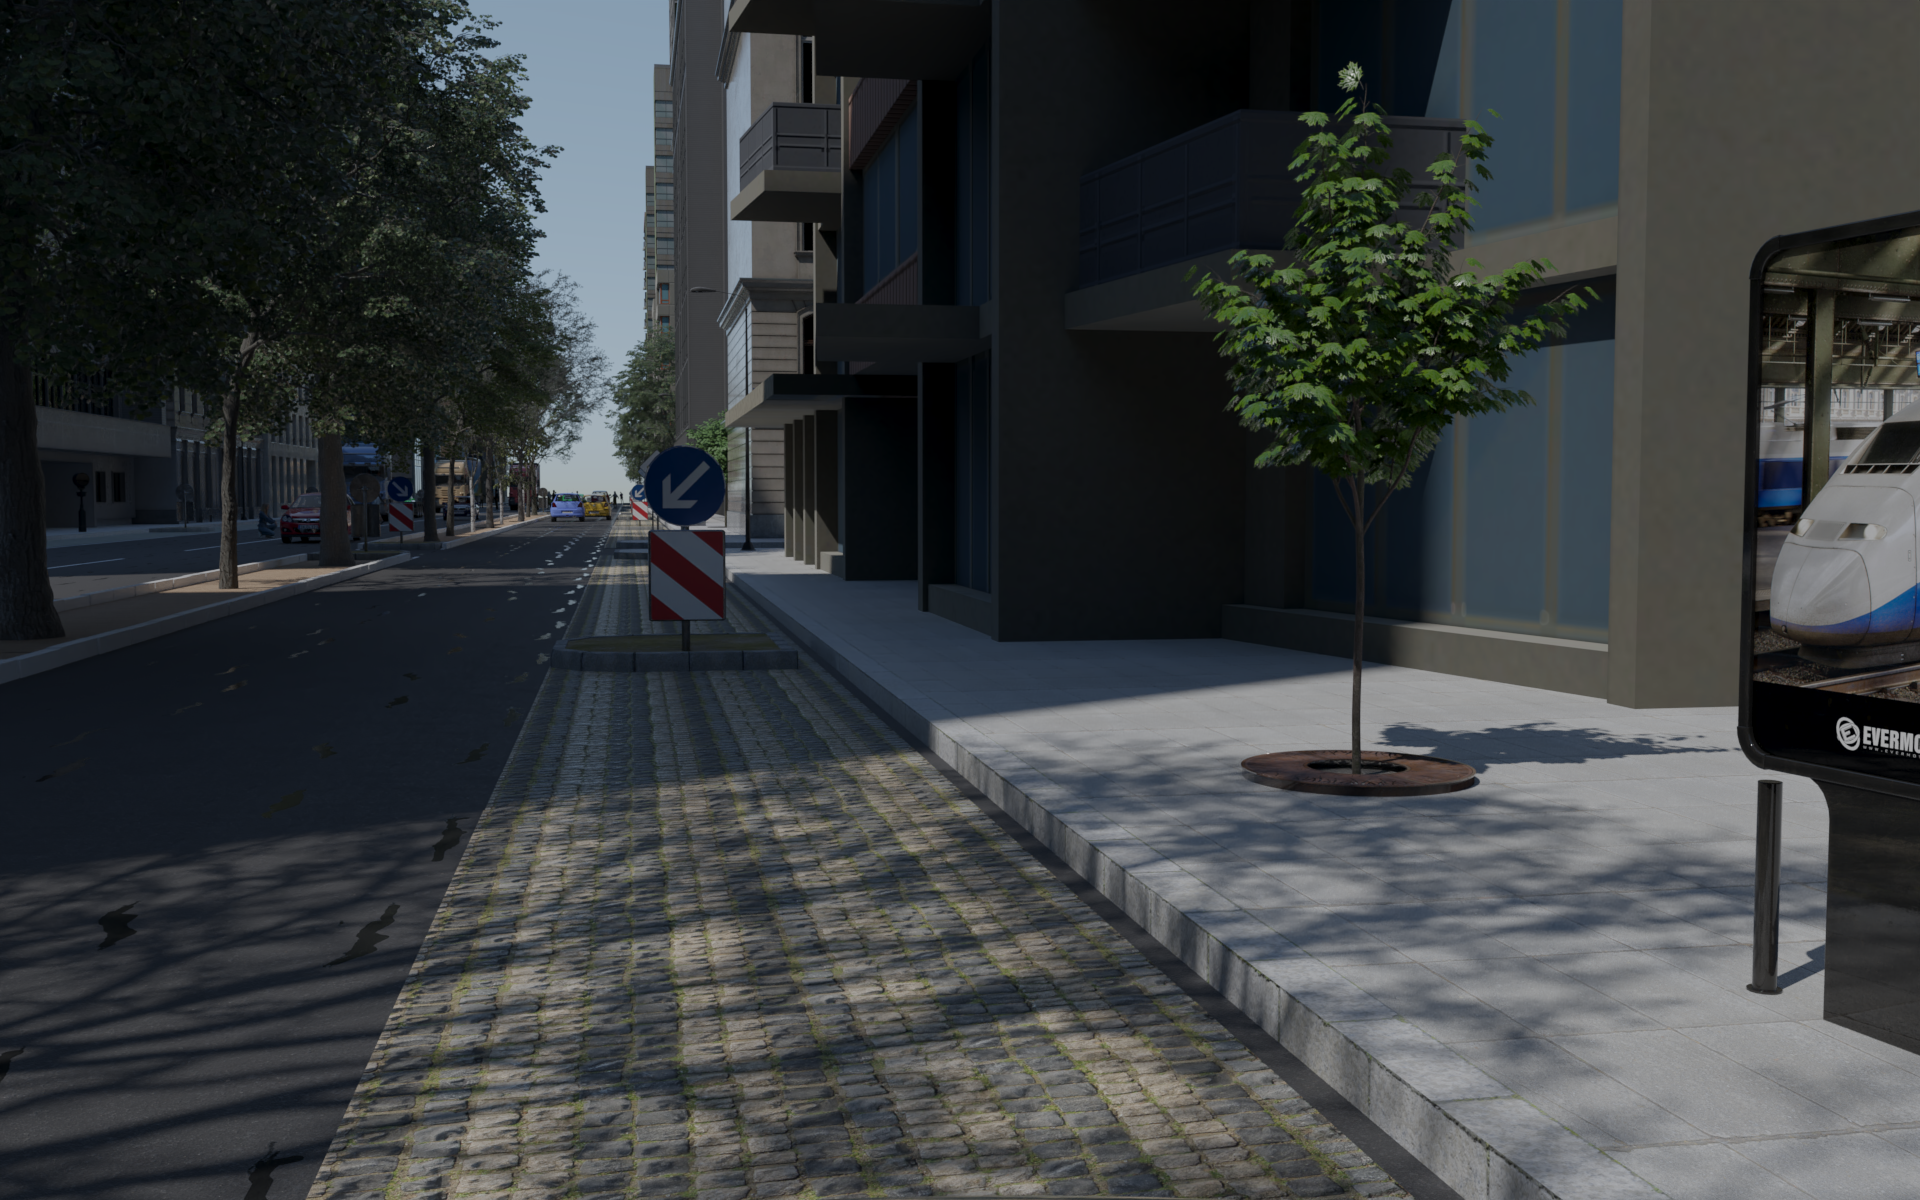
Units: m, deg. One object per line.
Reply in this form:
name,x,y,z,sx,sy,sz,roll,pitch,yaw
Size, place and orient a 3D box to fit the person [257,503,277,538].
person,-22.591,-2.611,56.688,0.738,1.151,1.012,0,4,-7

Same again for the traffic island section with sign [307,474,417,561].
traffic island section with sign,-13.198,-1.836,38.163,2.006,1.907,1.989,-1,4,-11

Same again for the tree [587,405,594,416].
tree,-26.384,-10.302,105.310,8.767,10.594,7.601,-1,4,-11

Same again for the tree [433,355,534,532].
tree,-18.073,-6.802,64.025,4.360,8.622,3.978,0,3,0

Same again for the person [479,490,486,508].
person,-49.532,-10.436,179.227,1.348,1.812,0.705,1,4,9

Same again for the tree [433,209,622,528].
tree,-19.673,-9.735,71.990,12.009,13.543,11.850,0,3,0

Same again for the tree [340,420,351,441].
tree,-41.857,-9.996,113.789,4.737,8.622,4.395,0,3,0

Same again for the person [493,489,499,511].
person,-39.536,-8.531,147.620,0.705,1.869,1.348,-2,4,-28

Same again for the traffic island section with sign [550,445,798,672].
traffic island section with sign,-2.476,-0.378,14.814,1.989,1.847,2.006,-1,4,-11

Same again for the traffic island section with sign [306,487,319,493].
traffic island section with sign,-34.386,-5.094,91.909,1.989,1.847,2.006,-1,4,-11

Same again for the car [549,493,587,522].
car,-20.349,-4.912,89.900,1.945,1.707,3.694,-1,4,-12

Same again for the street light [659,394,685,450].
street light,-13.198,-6.588,80.263,1.470,5.913,1.316,-1,4,-11

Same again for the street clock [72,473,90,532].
street clock,-29.592,-3.289,58.350,0.358,2.002,0.471,3,4,37

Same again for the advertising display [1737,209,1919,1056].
advertising display,2.207,0.074,4.010,0.123,1.923,0.974,-1,4,-17

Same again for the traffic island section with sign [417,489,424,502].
traffic island section with sign,-43.756,-8.085,140.815,1.989,1.847,2.006,-1,4,-11

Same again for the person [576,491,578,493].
person,-35.600,-9.281,160.958,1.217,1.735,0.721,0,4,8

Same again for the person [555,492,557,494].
person,-57.651,-14.526,246.514,0.721,1.766,1.217,-1,4,-8

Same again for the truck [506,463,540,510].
truck,-39.363,-10.256,156.604,2.839,4.237,11.283,-1,4,-12

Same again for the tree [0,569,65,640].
tree,-9.232,-6.576,16.626,9.857,13.997,8.962,0,3,0

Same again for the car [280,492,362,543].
car,-19.227,-2.639,52.184,2.155,1.783,4.494,-1,4,-10

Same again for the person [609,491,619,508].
person,-34.713,-10.072,173.909,0.721,1.736,1.217,3,4,39

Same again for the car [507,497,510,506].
car,-53.397,-12.209,208.653,2.155,1.783,4.494,-1,4,-11

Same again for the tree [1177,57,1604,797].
tree,1.723,-0.811,7.863,1.663,3.219,1.824,0,3,0

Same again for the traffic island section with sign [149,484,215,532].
traffic island section with sign,-29.284,-3.465,65.286,1.989,1.847,2.006,-1,4,-11

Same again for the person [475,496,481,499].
person,-46.570,-9.665,166.604,1.350,1.814,0.705,3,5,39

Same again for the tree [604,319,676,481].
tree,-21.550,-13.535,127.954,9.857,13.997,8.962,0,3,0

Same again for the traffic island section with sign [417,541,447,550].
traffic island section with sign,-14.583,-2.282,45.440,2.006,1.907,1.989,-1,4,-11

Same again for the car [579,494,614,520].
car,-20.261,-5.257,96.179,2.015,1.641,3.980,-1,4,-10

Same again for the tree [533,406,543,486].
tree,-21.297,-7.794,80.248,4.360,8.622,3.978,0,3,0

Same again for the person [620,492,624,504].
person,-47.881,-14.436,244.979,0.683,1.767,0.568,1,4,12

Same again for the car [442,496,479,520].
car,-27.530,-5.077,95.584,1.945,1.354,3.894,-1,4,-12

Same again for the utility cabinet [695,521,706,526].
utility cabinet,-10.693,-3.578,69.658,0.306,1.237,1.020,3,5,42

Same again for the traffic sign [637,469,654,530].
traffic sign,-8.324,-2.646,46.902,0.795,2.450,0.064,-1,4,-11

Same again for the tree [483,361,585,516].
tree,-28.274,-11.384,114.333,9.928,11.665,9.643,0,3,0

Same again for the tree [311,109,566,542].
tree,-15.465,-7.943,50.456,7.486,12.596,7.792,0,3,0

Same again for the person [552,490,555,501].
person,-37.050,-9.150,158.126,0.705,1.821,1.348,0,3,0

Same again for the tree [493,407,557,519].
tree,-24.662,-8.849,97.507,4.737,8.622,4.395,0,3,0

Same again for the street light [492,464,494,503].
street light,-64.388,-16.410,240.845,1.470,5.913,1.316,-1,4,-11

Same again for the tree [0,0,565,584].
tree,-12.384,-7.636,33.968,9.857,13.997,8.962,0,3,0

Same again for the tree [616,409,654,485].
tree,-35.510,-17.520,203.464,9.611,12.733,9.660,0,3,0

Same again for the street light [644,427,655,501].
street light,-21.171,-9.075,120.923,1.470,5.913,1.316,-1,4,-11

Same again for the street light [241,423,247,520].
street light,-34.338,-6.833,84.266,1.470,5.913,1.316,-1,4,-11

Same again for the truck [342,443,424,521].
truck,-32.257,-6.544,96.759,2.967,4.110,18.799,-1,4,-11

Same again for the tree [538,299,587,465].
tree,-17.215,-7.406,57.950,8.767,10.594,7.601,-1,4,-11

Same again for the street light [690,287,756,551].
street light,-5.353,-4.072,39.122,1.470,5.913,1.316,-1,4,-11

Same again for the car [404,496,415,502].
car,-40.867,-7.212,126.704,1.959,1.807,4.718,-1,4,-13

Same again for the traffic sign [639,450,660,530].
traffic sign,-6.821,-2.166,39.059,0.795,2.450,0.064,-1,4,-11

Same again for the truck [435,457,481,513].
truck,-38.779,-8.843,133.488,2.839,4.237,11.283,-1,4,-9

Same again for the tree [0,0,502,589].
tree,-10.952,-5.413,25.373,8.767,10.594,7.601,-1,4,-11

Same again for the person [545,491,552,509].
person,-39.224,-9.548,165.343,1.217,1.736,0.721,-1,4,-12

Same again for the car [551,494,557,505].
car,-51.933,-13.099,223.754,1.945,1.707,3.694,-1,4,-11

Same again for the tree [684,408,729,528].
tree,-9.068,-5.057,66.398,4.285,4.588,4.351,0,3,0

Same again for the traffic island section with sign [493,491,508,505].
traffic island section with sign,-59.452,-13.095,222.731,1.989,1.847,2.006,-1,4,-11

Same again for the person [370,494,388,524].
person,-27.250,-4.476,81.907,1.509,1.804,0.699,-2,4,-24

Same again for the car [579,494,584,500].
car,-25.227,-6.390,113.271,1.959,1.807,4.718,-1,4,-10

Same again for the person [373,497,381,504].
person,-27.210,-4.302,80.651,0.330,1.601,0.589,1,4,16

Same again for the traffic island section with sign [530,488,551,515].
traffic island section with sign,-28.737,-6.795,119.238,2.006,1.907,1.989,-1,4,-11

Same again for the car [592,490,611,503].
car,-37.270,-10.439,179.343,2.281,1.827,5.304,-1,4,-12
